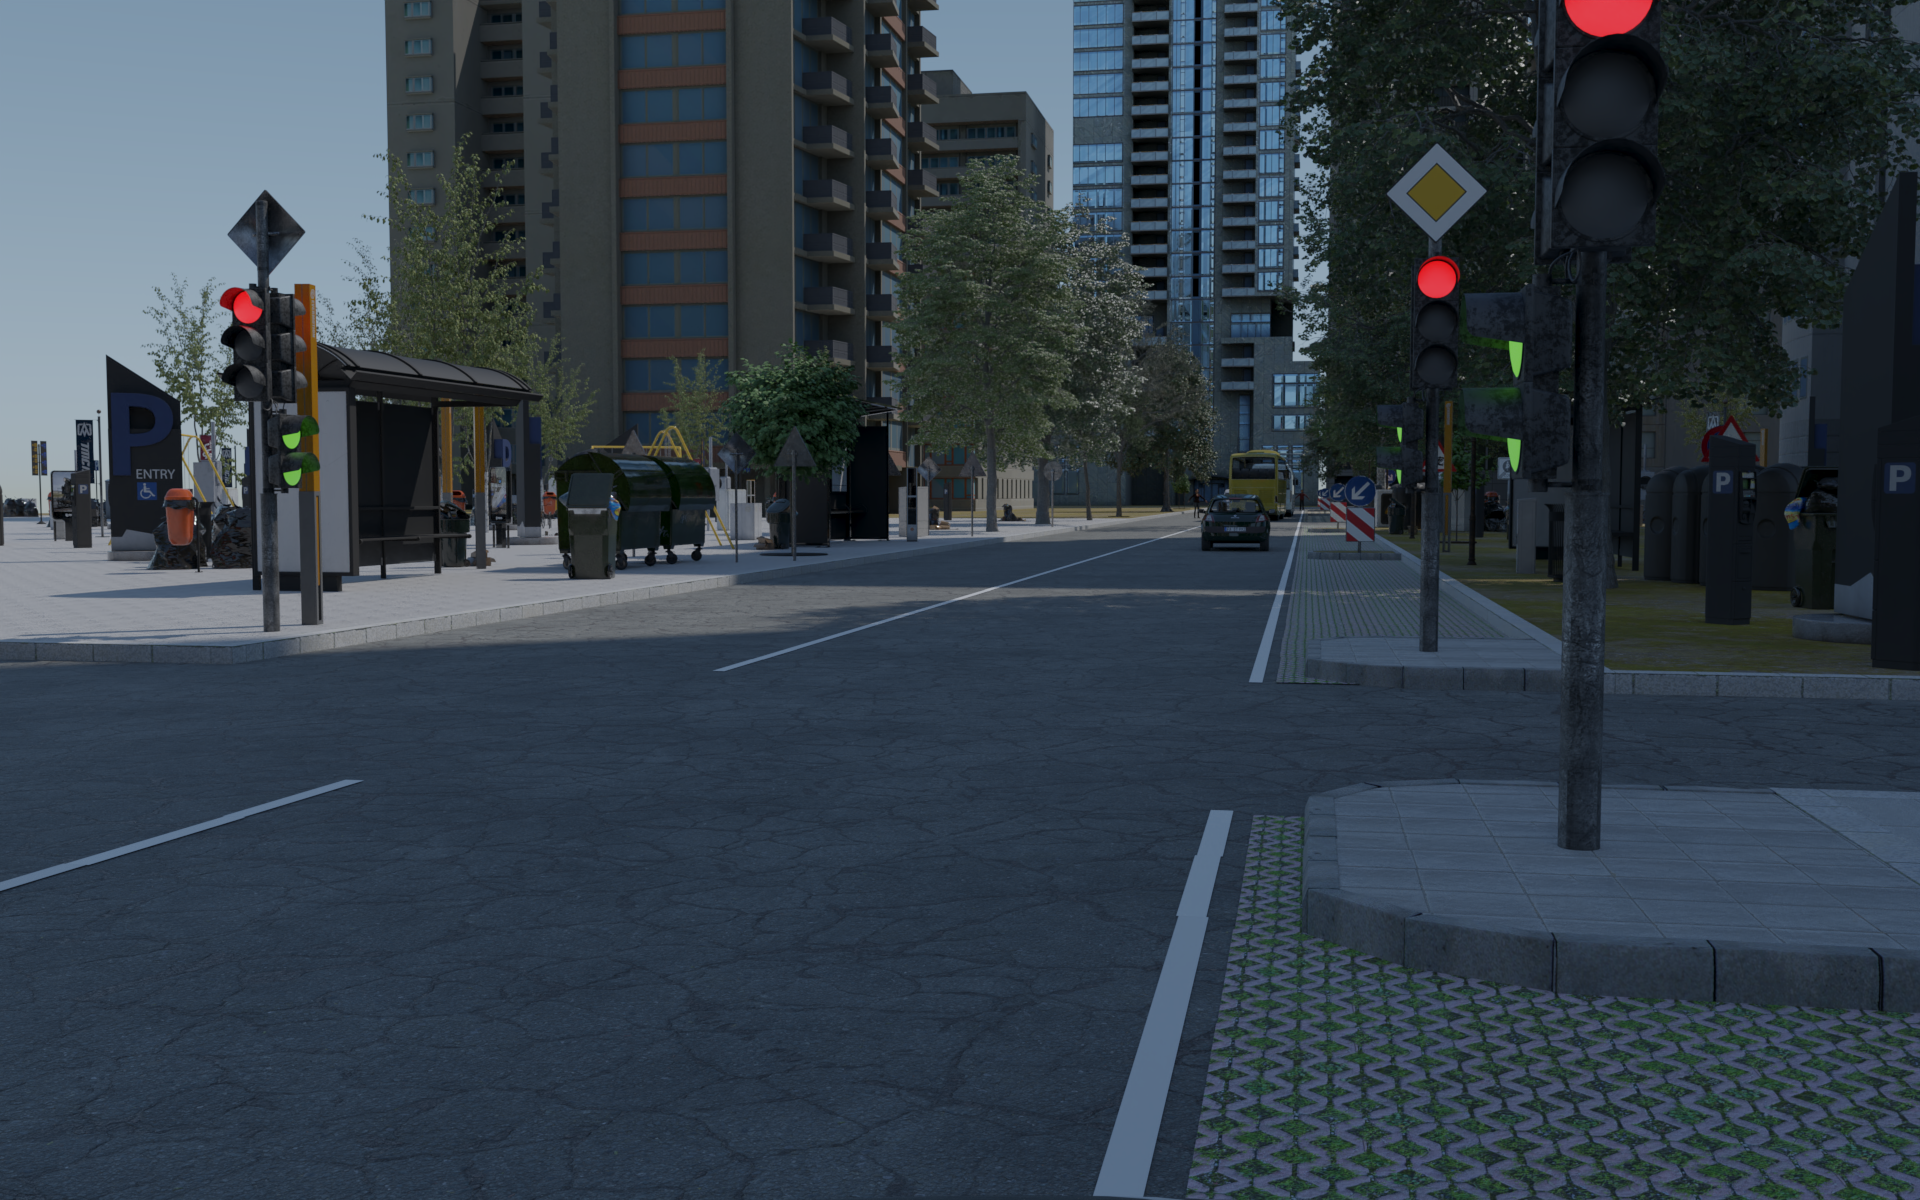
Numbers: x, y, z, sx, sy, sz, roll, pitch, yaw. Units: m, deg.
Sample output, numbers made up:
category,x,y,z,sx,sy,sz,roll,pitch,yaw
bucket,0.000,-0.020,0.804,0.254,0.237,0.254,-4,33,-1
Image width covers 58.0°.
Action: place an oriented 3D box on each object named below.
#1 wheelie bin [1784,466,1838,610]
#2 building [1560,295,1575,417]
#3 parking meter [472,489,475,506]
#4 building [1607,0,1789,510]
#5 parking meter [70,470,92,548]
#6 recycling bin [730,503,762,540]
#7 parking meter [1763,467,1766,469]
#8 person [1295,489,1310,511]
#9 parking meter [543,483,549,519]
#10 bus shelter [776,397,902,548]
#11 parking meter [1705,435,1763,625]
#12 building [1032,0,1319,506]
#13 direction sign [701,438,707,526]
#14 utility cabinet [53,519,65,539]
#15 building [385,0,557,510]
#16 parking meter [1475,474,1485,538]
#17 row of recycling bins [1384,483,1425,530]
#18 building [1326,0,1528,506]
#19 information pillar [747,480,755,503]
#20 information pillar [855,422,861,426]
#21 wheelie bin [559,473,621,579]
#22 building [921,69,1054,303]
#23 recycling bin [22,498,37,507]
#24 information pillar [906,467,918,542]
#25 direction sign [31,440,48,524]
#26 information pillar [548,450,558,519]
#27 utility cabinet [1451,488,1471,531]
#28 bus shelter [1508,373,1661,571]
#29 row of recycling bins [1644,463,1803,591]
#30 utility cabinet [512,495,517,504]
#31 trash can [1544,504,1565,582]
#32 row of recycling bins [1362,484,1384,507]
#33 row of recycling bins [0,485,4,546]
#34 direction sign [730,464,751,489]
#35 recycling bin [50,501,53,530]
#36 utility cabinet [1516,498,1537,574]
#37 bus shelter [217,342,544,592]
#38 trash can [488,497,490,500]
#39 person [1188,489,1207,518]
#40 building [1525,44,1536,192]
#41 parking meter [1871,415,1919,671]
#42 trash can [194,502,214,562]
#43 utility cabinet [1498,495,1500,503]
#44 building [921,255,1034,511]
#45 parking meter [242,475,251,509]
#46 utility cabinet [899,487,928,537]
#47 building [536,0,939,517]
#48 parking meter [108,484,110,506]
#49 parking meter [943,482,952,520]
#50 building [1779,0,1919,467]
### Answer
category,x,y,z,sx,sy,sz,roll,pitch,yaw
wheelie bin,9.785,-0.702,19.380,0.980,1.594,0.693,0,4,3
building,55.060,-28.990,128.605,22.147,44.769,28.867,1,4,11
parking meter,-26.420,-5.270,94.580,0.372,1.533,0.369,0,3,0
building,46.747,-25.985,108.454,14.154,41.232,14.086,1,4,11
parking meter,-20.880,-2.167,41.134,0.255,1.863,0.399,3,5,40
recycling bin,-5.991,-2.198,48.497,0.722,1.027,0.722,1,4,11
parking meter,15.733,-1.729,33.982,0.255,1.863,0.399,-3,5,-44
person,29.543,-8.634,149.628,1.348,1.831,0.705,1,4,10
parking meter,-21.247,-5.100,89.100,0.255,1.863,0.399,2,4,34
bus shelter,-3.025,-3.254,44.479,1.731,3.624,6.357,1,4,11
parking meter,7.595,-0.694,17.056,0.255,1.863,0.399,-2,4,-29
building,25.070,-53.976,195.171,31.000,86.520,22.319,1,4,11
direction sign,-10.490,-4.813,70.686,0.379,3.537,0.876,0,4,-2
utility cabinet,-25.556,-2.491,49.402,0.318,1.500,1.173,-1,4,-14
building,-34.578,-32.209,150.314,21.600,48.544,21.300,1,4,11
parking meter,15.261,-2.776,51.092,0.255,1.863,0.399,-1,4,-15
row of recycling bins,16.781,-3.451,63.545,1.069,1.692,3.534,2,4,33
building,51.034,-45.965,189.786,20.611,71.187,20.563,1,4,11
information pillar,-10.912,-5.254,90.397,0.304,2.012,0.304,3,4,36
information pillar,-3.009,-3.547,49.353,0.504,3.616,0.183,-1,4,-14
wheelie bin,-5.588,-1.123,26.262,0.980,1.594,0.693,0,4,4
building,-1.019,-35.368,201.963,21.600,48.544,21.300,1,4,11
recycling bin,-53.181,-5.272,98.743,0.722,1.027,0.722,1,4,18
information pillar,-1.295,-2.583,46.719,0.304,2.012,0.304,0,4,-3
direction sign,-39.077,-4.989,73.569,0.379,3.537,0.876,1,4,12
information pillar,-20.668,-5.910,87.983,0.504,3.616,0.183,0,4,2
utility cabinet,17.094,-3.116,59.620,0.318,1.500,1.173,-1,4,-22
bus shelter,11.052,-2.288,31.333,2.014,3.302,5.546,1,4,11
row of recycling bins,10.809,-1.064,24.506,1.069,1.692,3.534,0,4,-6
utility cabinet,-23.970,-4.980,92.583,0.306,1.237,1.020,-2,4,-30
trash can,8.926,-0.837,25.332,0.748,1.137,0.748,0,3,0
row of recycling bins,18.687,-3.971,72.036,3.534,1.692,1.069,2,4,30
row of recycling bins,-24.795,-2.247,43.849,1.069,1.692,3.534,-2,4,-29
direction sign,-8.586,-4.630,67.693,0.876,3.537,0.379,-2,4,-33
recycling bin,-32.215,-3.043,62.300,0.722,1.027,0.722,0,4,-3
utility cabinet,9.272,-1.053,28.384,0.306,1.237,1.020,1,4,17
bus shelter,-8.194,-1.917,25.262,2.014,3.302,5.546,1,4,11
trash can,-21.544,-4.139,79.327,0.748,1.137,0.748,0,3,0
person,14.001,-5.678,102.164,1.217,1.723,0.721,-1,4,-15
building,76.103,-36.733,189.828,27.495,52.752,28.713,1,4,11
parking meter,6.931,-0.428,12.707,0.255,1.863,0.399,-2,4,-34
trash can,-14.443,-1.285,32.664,0.748,1.137,0.748,0,3,0
utility cabinet,23.579,-4.051,77.402,1.020,1.237,0.306,0,4,7
building,-10.293,-18.275,143.837,28.899,21.520,27.650,1,4,11
parking meter,-21.942,-2.920,53.459,0.399,1.863,0.255,2,4,29
utility cabinet,-1.403,-2.641,51.864,0.318,1.500,1.173,2,4,31
building,-13.645,-27.752,108.366,22.147,44.769,28.867,1,4,11
parking meter,-18.728,-2.011,38.597,0.399,1.863,0.255,0,4,-5
parking meter,-0.605,-4.816,84.450,0.255,1.863,0.399,-3,5,-43
building,41.074,-31.700,60.302,21.231,58.520,28.212,1,4,11
